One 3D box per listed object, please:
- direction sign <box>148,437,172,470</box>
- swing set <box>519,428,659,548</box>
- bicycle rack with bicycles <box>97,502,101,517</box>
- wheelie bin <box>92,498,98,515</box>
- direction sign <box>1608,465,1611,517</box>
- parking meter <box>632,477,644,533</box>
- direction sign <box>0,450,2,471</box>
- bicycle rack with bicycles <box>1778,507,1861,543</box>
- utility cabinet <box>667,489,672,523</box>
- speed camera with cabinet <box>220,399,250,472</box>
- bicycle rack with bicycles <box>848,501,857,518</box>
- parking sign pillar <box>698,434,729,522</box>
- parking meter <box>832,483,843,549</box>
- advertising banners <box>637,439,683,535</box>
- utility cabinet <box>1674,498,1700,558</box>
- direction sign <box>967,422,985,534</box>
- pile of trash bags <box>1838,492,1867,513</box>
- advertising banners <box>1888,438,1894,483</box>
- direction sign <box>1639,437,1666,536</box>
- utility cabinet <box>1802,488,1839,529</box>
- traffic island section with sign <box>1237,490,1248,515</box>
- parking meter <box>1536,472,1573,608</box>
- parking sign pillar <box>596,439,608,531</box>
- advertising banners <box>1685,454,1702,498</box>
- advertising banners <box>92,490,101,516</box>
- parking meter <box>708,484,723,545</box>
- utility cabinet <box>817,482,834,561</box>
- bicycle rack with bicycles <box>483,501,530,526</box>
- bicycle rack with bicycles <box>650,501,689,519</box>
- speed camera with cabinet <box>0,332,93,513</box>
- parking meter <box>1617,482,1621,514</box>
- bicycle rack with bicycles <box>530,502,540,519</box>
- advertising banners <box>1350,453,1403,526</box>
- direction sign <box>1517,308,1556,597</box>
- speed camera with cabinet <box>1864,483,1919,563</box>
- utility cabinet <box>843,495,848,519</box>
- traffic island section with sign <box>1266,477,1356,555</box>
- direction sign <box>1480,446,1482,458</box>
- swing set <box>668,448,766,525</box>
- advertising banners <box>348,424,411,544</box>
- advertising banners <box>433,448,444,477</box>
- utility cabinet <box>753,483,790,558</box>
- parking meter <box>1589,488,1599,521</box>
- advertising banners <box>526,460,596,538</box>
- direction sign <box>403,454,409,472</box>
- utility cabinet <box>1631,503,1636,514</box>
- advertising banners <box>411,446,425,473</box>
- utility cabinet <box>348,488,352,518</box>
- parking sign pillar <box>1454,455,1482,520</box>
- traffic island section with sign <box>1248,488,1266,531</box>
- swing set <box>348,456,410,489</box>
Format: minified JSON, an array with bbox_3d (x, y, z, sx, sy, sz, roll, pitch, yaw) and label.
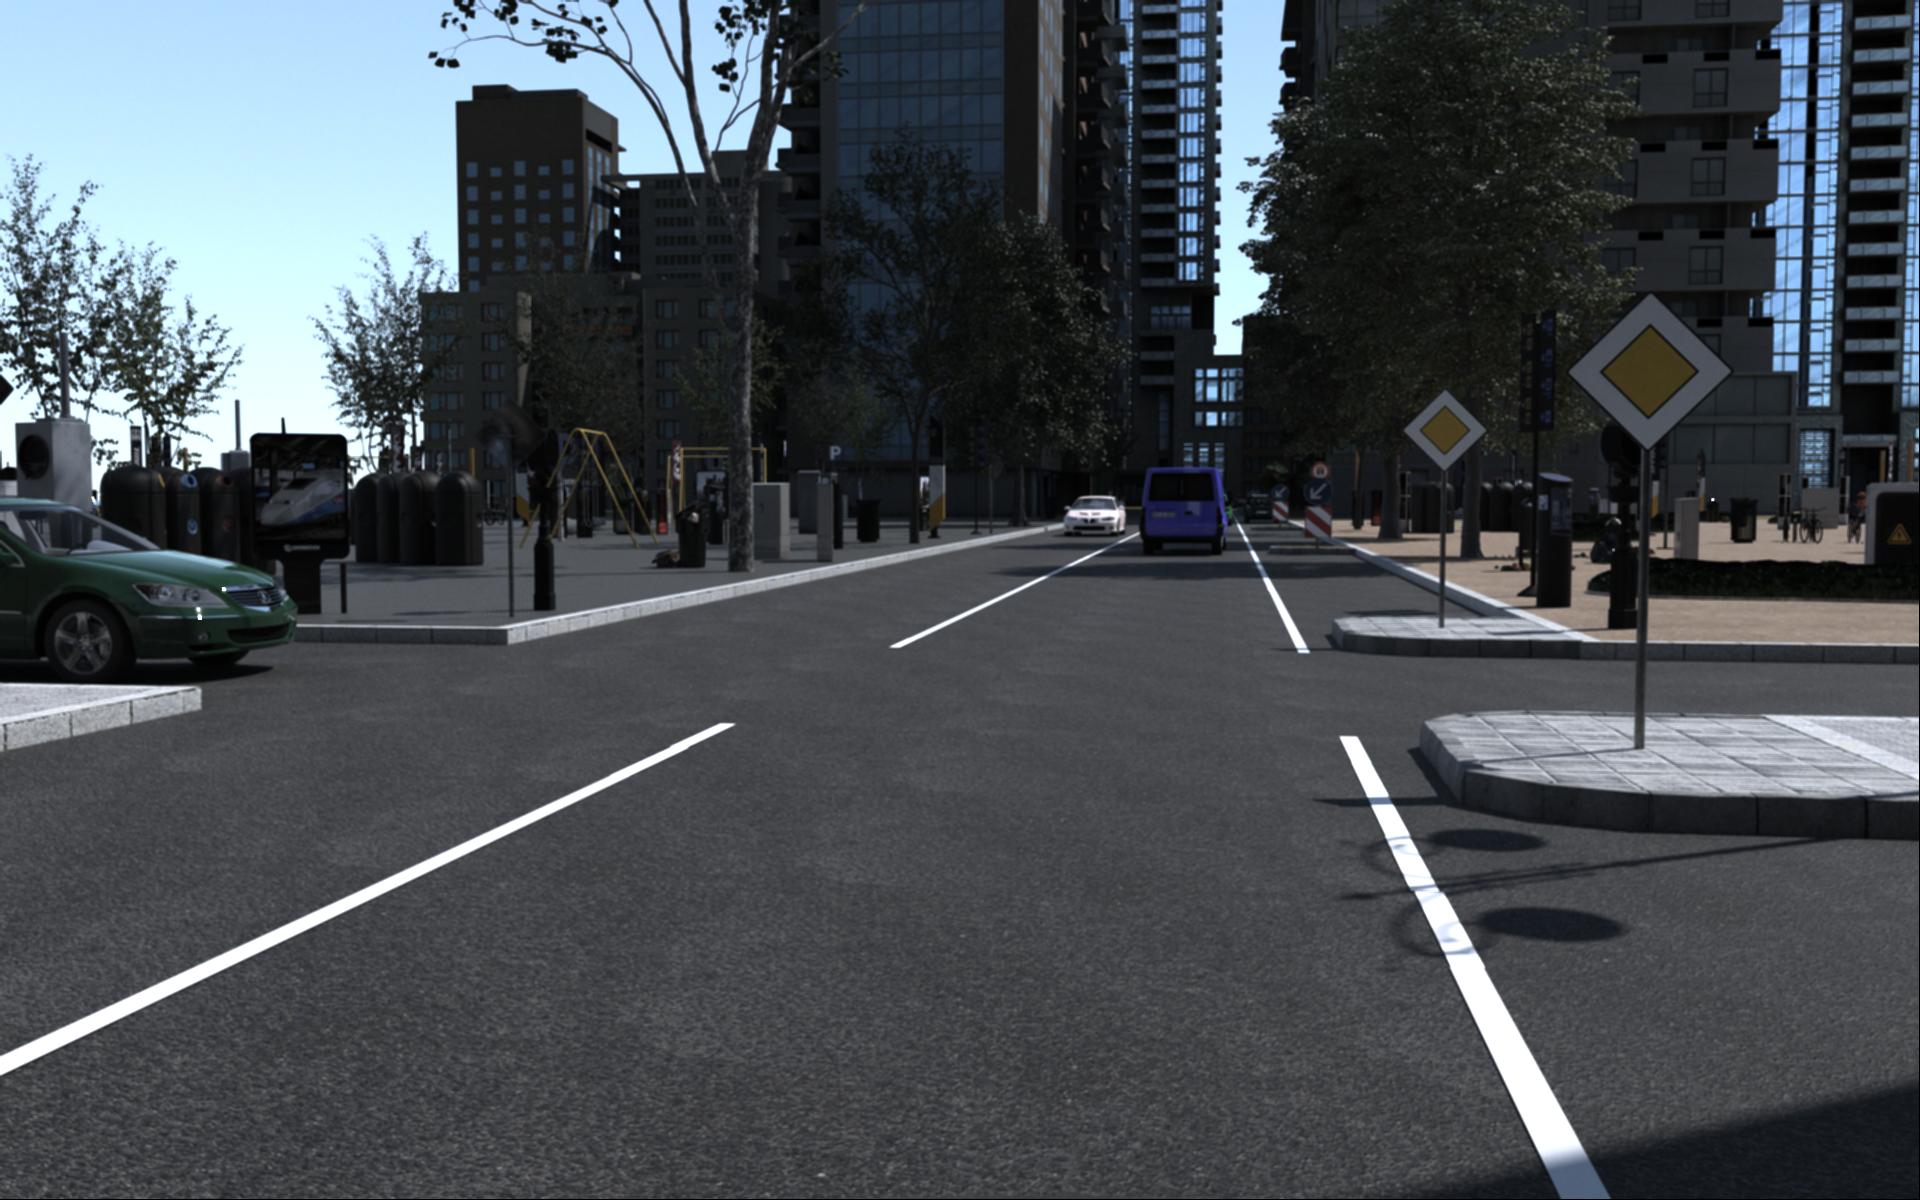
[{"bbox_3d":[-31.597,-4.683,68.565,0.876,3.537,0.379,1,4,11],"label":"direction sign"},{"bbox_3d":[-9.093,-2.746,42.512,2.862,2.851,3.119,0,4,0],"label":"swing set"},{"bbox_3d":[-46.988,-4.913,93.711,2.852,0.926,2.925,-3,5,-41],"label":"bicycle rack with bicycles"},{"bbox_3d":[-16.863,-1.521,32.772,0.693,1.594,0.980,3,4,38],"label":"wheelie bin"},{"bbox_3d":[25.783,-4.693,68.731,0.379,3.537,0.876,1,4,16],"label":"direction sign"},{"bbox_3d":[-10.652,-3.156,57.318,0.399,1.863,0.255,-1,4,-11],"label":"parking meter"},{"bbox_3d":[-49.947,-5.960,89.445,0.876,3.537,0.379,-1,4,-20],"label":"direction sign"},{"bbox_3d":[23.009,-1.995,45.997,2.852,0.926,2.925,2,4,28],"label":"bicycle rack with bicycles"},{"bbox_3d":[-12.706,-4.025,74.491,0.318,1.500,1.173,0,4,7],"label":"utility cabinet"},{"bbox_3d":[-14.584,-2.596,36.787,2.038,3.252,0.660,-2,4,-28],"label":"speed camera with cabinet"},{"bbox_3d":[-6.234,-4.844,92.583,2.925,0.926,2.852,1,4,12],"label":"bicycle rack with bicycles"},{"bbox_3d":[-11.307,-5.530,78.884,1.447,3.967,1.447,2,4,34],"label":"parking sign pillar"},{"bbox_3d":[-2.923,-1.963,40.500,0.372,1.533,0.369,0,3,0],"label":"parking meter"},{"bbox_3d":[-9.443,-3.577,54.676,0.090,3.025,2.074,2,4,34],"label":"advertising banners"},{"bbox_3d":[12.572,-1.152,29.996,0.306,1.237,1.020,1,4,16],"label":"utility cabinet"},{"bbox_3d":[0.520,-3.863,55.160,0.379,3.537,0.876,-3,4,-38],"label":"direction sign"},{"bbox_3d":[40.844,-4.299,80.045,3.447,1.369,1.912,-2,4,-30],"label":"pile of trash bags"},{"bbox_3d":[29.830,-3.603,55.105,2.074,3.025,0.090,-3,5,-44],"label":"advertising banners"},{"bbox_3d":[21.271,-3.748,53.279,0.876,3.537,0.379,1,4,11],"label":"direction sign"},{"bbox_3d":[31.400,-3.337,63.234,1.173,1.500,0.318,0,4,4],"label":"utility cabinet"},{"bbox_3d":[19.989,-6.668,117.650,1.989,1.847,2.006,1,4,9],"label":"traffic island section with sign"},{"bbox_3d":[6.762,-0.690,19.686,0.372,1.533,0.369,0,3,0],"label":"parking meter"},{"bbox_3d":[-13.181,-4.437,61.020,1.447,3.967,1.447,-1,4,-20],"label":"parking sign pillar"},{"bbox_3d":[32.679,-4.954,77.185,0.090,3.025,2.074,0,4,6],"label":"advertising banners"},{"bbox_3d":[-33.146,-4.274,66.072,2.074,3.025,0.090,0,4,3],"label":"advertising banners"},{"bbox_3d":[-6.221,-2.185,44.137,0.372,1.533,0.369,0,3,0],"label":"parking meter"},{"bbox_3d":[-2.577,-1.503,33.246,0.318,1.500,1.173,0,4,-4],"label":"utility cabinet"},{"bbox_3d":[-19.864,-3.534,71.167,2.852,0.926,2.925,2,4,32],"label":"bicycle rack with bicycles"},{"bbox_3d":[-15.216,-4.617,88.871,2.852,0.926,2.925,-1,4,-21],"label":"bicycle rack with bicycles"},{"bbox_3d":[-11.652,-1.654,21.383,2.038,3.252,0.660,2,4,26],"label":"speed camera with cabinet"},{"bbox_3d":[31.765,-4.744,83.276,0.255,1.863,0.399,1,4,19],"label":"parking meter"},{"bbox_3d":[-22.304,-4.597,88.535,2.852,0.926,2.925,0,4,5],"label":"bicycle rack with bicycles"},{"bbox_3d":[16.784,-4.498,69.726,2.074,3.025,0.090,1,4,11],"label":"advertising banners"},{"bbox_3d":[7.193,-1.813,21.637,0.379,3.537,0.876,0,4,-7],"label":"direction sign"},{"bbox_3d":[14.658,-1.924,25.787,2.038,3.252,0.660,2,4,28],"label":"speed camera with cabinet"},{"bbox_3d":[-6.172,-4.836,90.228,0.306,1.237,1.020,-2,4,-26],"label":"utility cabinet"},{"bbox_3d":[8.461,-2.020,41.661,1.989,1.847,2.006,1,4,9],"label":"traffic island section with sign"},{"bbox_3d":[24.250,-5.497,81.877,0.379,3.537,0.876,-3,4,-38],"label":"direction sign"},{"bbox_3d":[-8.181,-3.758,59.070,3.119,2.851,2.862,0,4,-6],"label":"swing set"},{"bbox_3d":[-14.719,-2.905,43.682,2.074,3.025,0.090,2,4,28],"label":"advertising banners"},{"bbox_3d":[-18.969,-4.206,64.961,2.074,3.025,0.090,2,4,29],"label":"advertising banners"},{"bbox_3d":[-3.921,-1.570,34.346,1.173,1.500,0.318,3,4,36],"label":"utility cabinet"},{"bbox_3d":[25.710,-3.780,70.209,0.372,1.533,0.369,0,3,0],"label":"parking meter"},{"bbox_3d":[-11.680,-3.319,50.454,2.074,3.025,0.090,-1,4,-23],"label":"advertising banners"},{"bbox_3d":[-31.231,-6.446,97.387,0.876,3.537,0.379,3,4,37],"label":"direction sign"},{"bbox_3d":[33.884,-4.754,86.398,0.318,1.500,1.173,0,4,-4],"label":"utility cabinet"},{"bbox_3d":[-20.384,-4.059,62.552,2.074,3.025,0.090,-1,4,-19],"label":"advertising banners"},{"bbox_3d":[-23.732,-3.688,68.976,1.173,1.500,0.318,-2,4,-28],"label":"utility cabinet"},{"bbox_3d":[25.578,-6.038,87.192,1.447,3.967,1.447,2,4,32],"label":"parking sign pillar"},{"bbox_3d":[12.500,-3.650,68.312,1.989,1.847,2.006,1,4,9],"label":"traffic island section with sign"},{"bbox_3d":[-24.220,-4.564,72.237,3.119,2.851,2.862,0,4,0],"label":"swing set"}]
